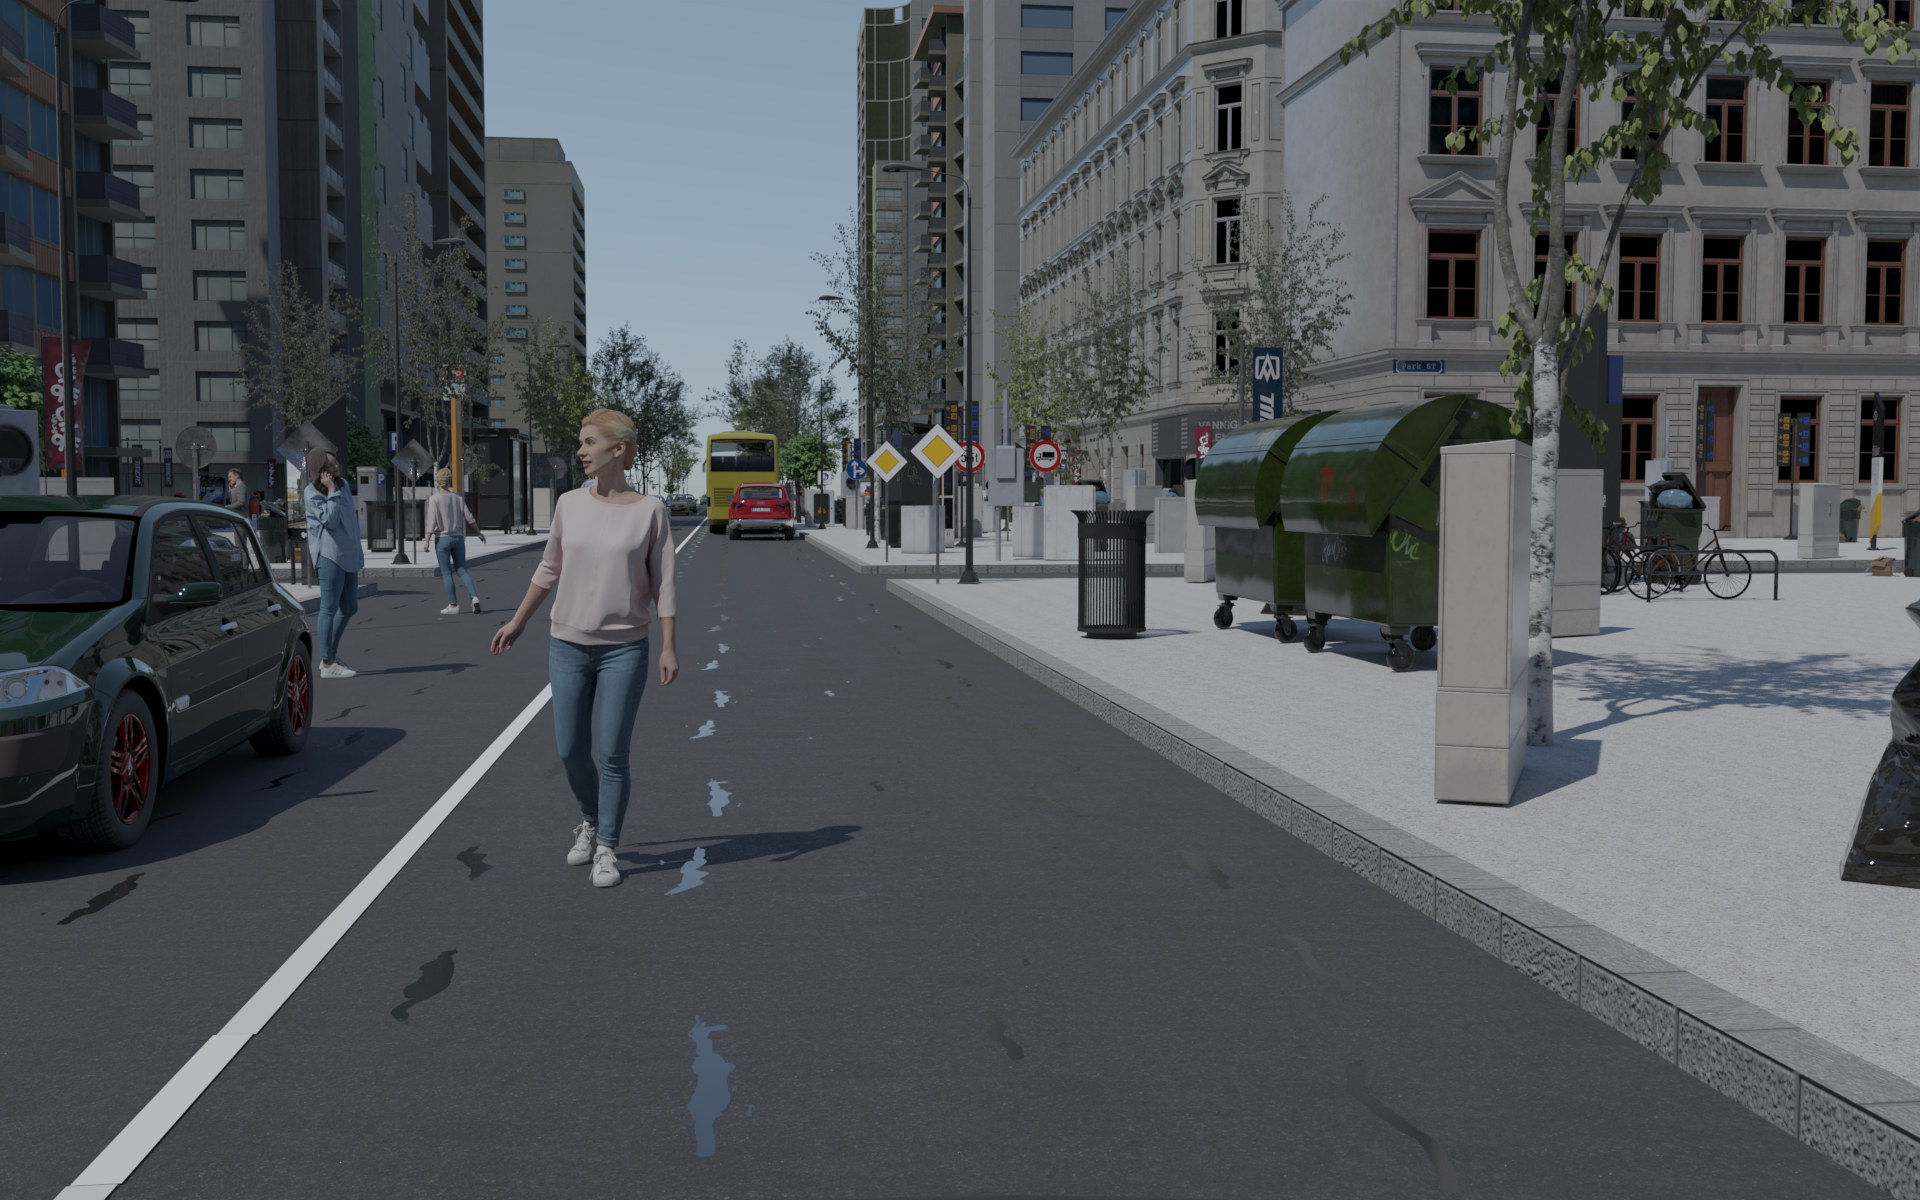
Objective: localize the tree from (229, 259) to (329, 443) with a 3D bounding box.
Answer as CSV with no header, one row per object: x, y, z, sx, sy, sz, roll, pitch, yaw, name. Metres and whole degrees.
-20.427,-6.345,54.101,4.360,8.622,3.978,0,3,0,tree

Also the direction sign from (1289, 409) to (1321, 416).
9.224,-3.327,46.400,0.876,3.537,0.379,0,4,-6,direction sign

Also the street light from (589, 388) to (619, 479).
-15.686,-6.337,76.152,1.470,5.913,1.316,0,4,-8,street light

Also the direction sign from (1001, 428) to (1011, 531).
1.596,-4.157,59.966,0.379,3.537,0.876,-1,4,-19,direction sign

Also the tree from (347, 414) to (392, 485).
-23.328,-5.008,65.594,4.285,4.588,4.351,0,3,0,tree

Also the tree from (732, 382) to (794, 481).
-19.512,-15.618,173.477,7.486,12.596,7.792,0,3,0,tree

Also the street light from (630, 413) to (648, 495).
-18.883,-7.771,99.598,1.470,5.913,1.316,0,4,-8,street light

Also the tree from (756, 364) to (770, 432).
-8.572,-8.544,90.057,4.360,8.622,3.978,0,3,0,tree

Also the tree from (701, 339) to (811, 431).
-24.827,-21.800,212.312,12.611,20.169,13.585,0,3,0,tree

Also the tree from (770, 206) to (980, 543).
-1.941,-5.786,44.958,4.360,8.622,3.978,0,3,0,tree

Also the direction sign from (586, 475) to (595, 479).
-16.314,-5.220,77.348,0.876,3.537,0.379,1,4,18,direction sign

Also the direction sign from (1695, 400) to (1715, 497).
18.072,-3.063,42.073,0.876,3.537,0.379,-3,5,-41,direction sign

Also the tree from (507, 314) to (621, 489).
-16.584,-7.366,70.802,4.737,8.622,4.395,0,3,0,tree

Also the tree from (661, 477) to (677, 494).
-30.443,-11.493,182.504,1.663,3.219,1.824,0,3,0,tree

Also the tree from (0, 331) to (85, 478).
-18.477,-3.019,33.079,4.285,4.588,4.351,0,3,0,tree

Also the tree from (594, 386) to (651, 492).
-21.976,-9.789,110.420,4.360,8.622,3.978,0,3,0,tree

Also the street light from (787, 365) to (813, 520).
-5.544,-5.512,62.655,1.470,5.913,1.316,0,4,-8,street light

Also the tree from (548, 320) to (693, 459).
-18.676,-9.689,92.820,7.601,10.594,8.767,2,4,25,tree

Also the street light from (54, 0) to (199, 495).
-7.659,-2.654,15.941,1.470,5.913,1.316,0,4,-8,street light

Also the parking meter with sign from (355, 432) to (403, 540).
-16.594,-3.217,48.861,1.738,3.016,0.543,1,4,21,parking meter with sign

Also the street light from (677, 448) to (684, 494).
-28.749,-12.311,173.820,1.470,5.913,1.316,0,4,-8,street light

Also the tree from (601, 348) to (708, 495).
-26.147,-14.267,143.638,12.009,13.543,11.850,0,3,0,tree

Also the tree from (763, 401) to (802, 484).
-13.323,-11.171,133.010,4.737,8.622,4.395,0,3,0,tree

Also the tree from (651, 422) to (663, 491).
-22.646,-10.492,121.900,4.360,8.622,3.978,0,3,0,tree

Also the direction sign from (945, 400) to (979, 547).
0.044,-3.062,42.053,0.876,3.537,0.379,-1,4,-20,direction sign

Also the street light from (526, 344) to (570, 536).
-12.725,-4.954,53.533,1.470,5.913,1.316,0,4,-8,street light

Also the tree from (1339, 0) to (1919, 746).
3.199,-3.564,8.632,4.737,8.622,4.395,0,3,0,tree

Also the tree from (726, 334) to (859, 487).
-9.160,-10.186,100.949,7.601,10.594,8.767,2,4,31,tree

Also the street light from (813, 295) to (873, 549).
-2.604,-4.166,40.647,1.470,5.913,1.316,0,4,-8,street light

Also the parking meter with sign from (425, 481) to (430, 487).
-30.532,-6.253,98.499,1.738,3.016,0.543,0,4,-5,parking meter with sign

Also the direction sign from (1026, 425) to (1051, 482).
2.579,-3.985,57.158,0.876,3.537,0.379,-1,4,-18,direction sign

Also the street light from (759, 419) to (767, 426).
-11.512,-8.221,106.952,1.470,5.913,1.316,0,4,-8,street light

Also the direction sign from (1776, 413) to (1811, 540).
23.301,-3.455,48.485,0.876,3.537,0.379,0,4,4,direction sign

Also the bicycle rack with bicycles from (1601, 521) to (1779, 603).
8.591,-0.503,21.604,2.925,0.926,2.852,-1,4,-13,bicycle rack with bicycles

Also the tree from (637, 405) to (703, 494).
-33.081,-16.590,197.003,9.928,11.665,9.643,0,3,0,tree

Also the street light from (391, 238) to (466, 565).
-9.671,-3.609,31.540,1.470,5.913,1.316,0,4,-8,street light

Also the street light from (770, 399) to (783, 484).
-8.549,-6.862,84.736,1.470,5.913,1.316,0,4,-8,street light

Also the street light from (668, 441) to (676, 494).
-25.819,-10.965,151.811,1.470,5.913,1.316,0,4,-8,street light

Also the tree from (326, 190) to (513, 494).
-12.749,-5.610,42.089,4.360,8.622,3.978,0,3,0,tree

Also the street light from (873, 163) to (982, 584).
-0.404,-3.181,24.544,1.470,5.913,1.316,0,4,-8,street light

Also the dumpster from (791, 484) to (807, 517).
-8.955,-5.442,94.737,1.264,1.857,1.865,0,4,-8,dumpster

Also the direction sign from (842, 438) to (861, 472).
-4.372,-4.769,69.976,0.876,3.537,0.379,-2,4,-33,direction sign

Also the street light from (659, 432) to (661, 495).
-22.809,-9.583,129.224,1.470,5.913,1.316,0,4,-8,street light

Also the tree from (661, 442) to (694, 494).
-40.248,-17.996,244.600,4.737,8.622,4.395,0,3,0,tree

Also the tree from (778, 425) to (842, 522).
-6.974,-5.970,81.315,4.285,4.588,4.351,0,3,0,tree
